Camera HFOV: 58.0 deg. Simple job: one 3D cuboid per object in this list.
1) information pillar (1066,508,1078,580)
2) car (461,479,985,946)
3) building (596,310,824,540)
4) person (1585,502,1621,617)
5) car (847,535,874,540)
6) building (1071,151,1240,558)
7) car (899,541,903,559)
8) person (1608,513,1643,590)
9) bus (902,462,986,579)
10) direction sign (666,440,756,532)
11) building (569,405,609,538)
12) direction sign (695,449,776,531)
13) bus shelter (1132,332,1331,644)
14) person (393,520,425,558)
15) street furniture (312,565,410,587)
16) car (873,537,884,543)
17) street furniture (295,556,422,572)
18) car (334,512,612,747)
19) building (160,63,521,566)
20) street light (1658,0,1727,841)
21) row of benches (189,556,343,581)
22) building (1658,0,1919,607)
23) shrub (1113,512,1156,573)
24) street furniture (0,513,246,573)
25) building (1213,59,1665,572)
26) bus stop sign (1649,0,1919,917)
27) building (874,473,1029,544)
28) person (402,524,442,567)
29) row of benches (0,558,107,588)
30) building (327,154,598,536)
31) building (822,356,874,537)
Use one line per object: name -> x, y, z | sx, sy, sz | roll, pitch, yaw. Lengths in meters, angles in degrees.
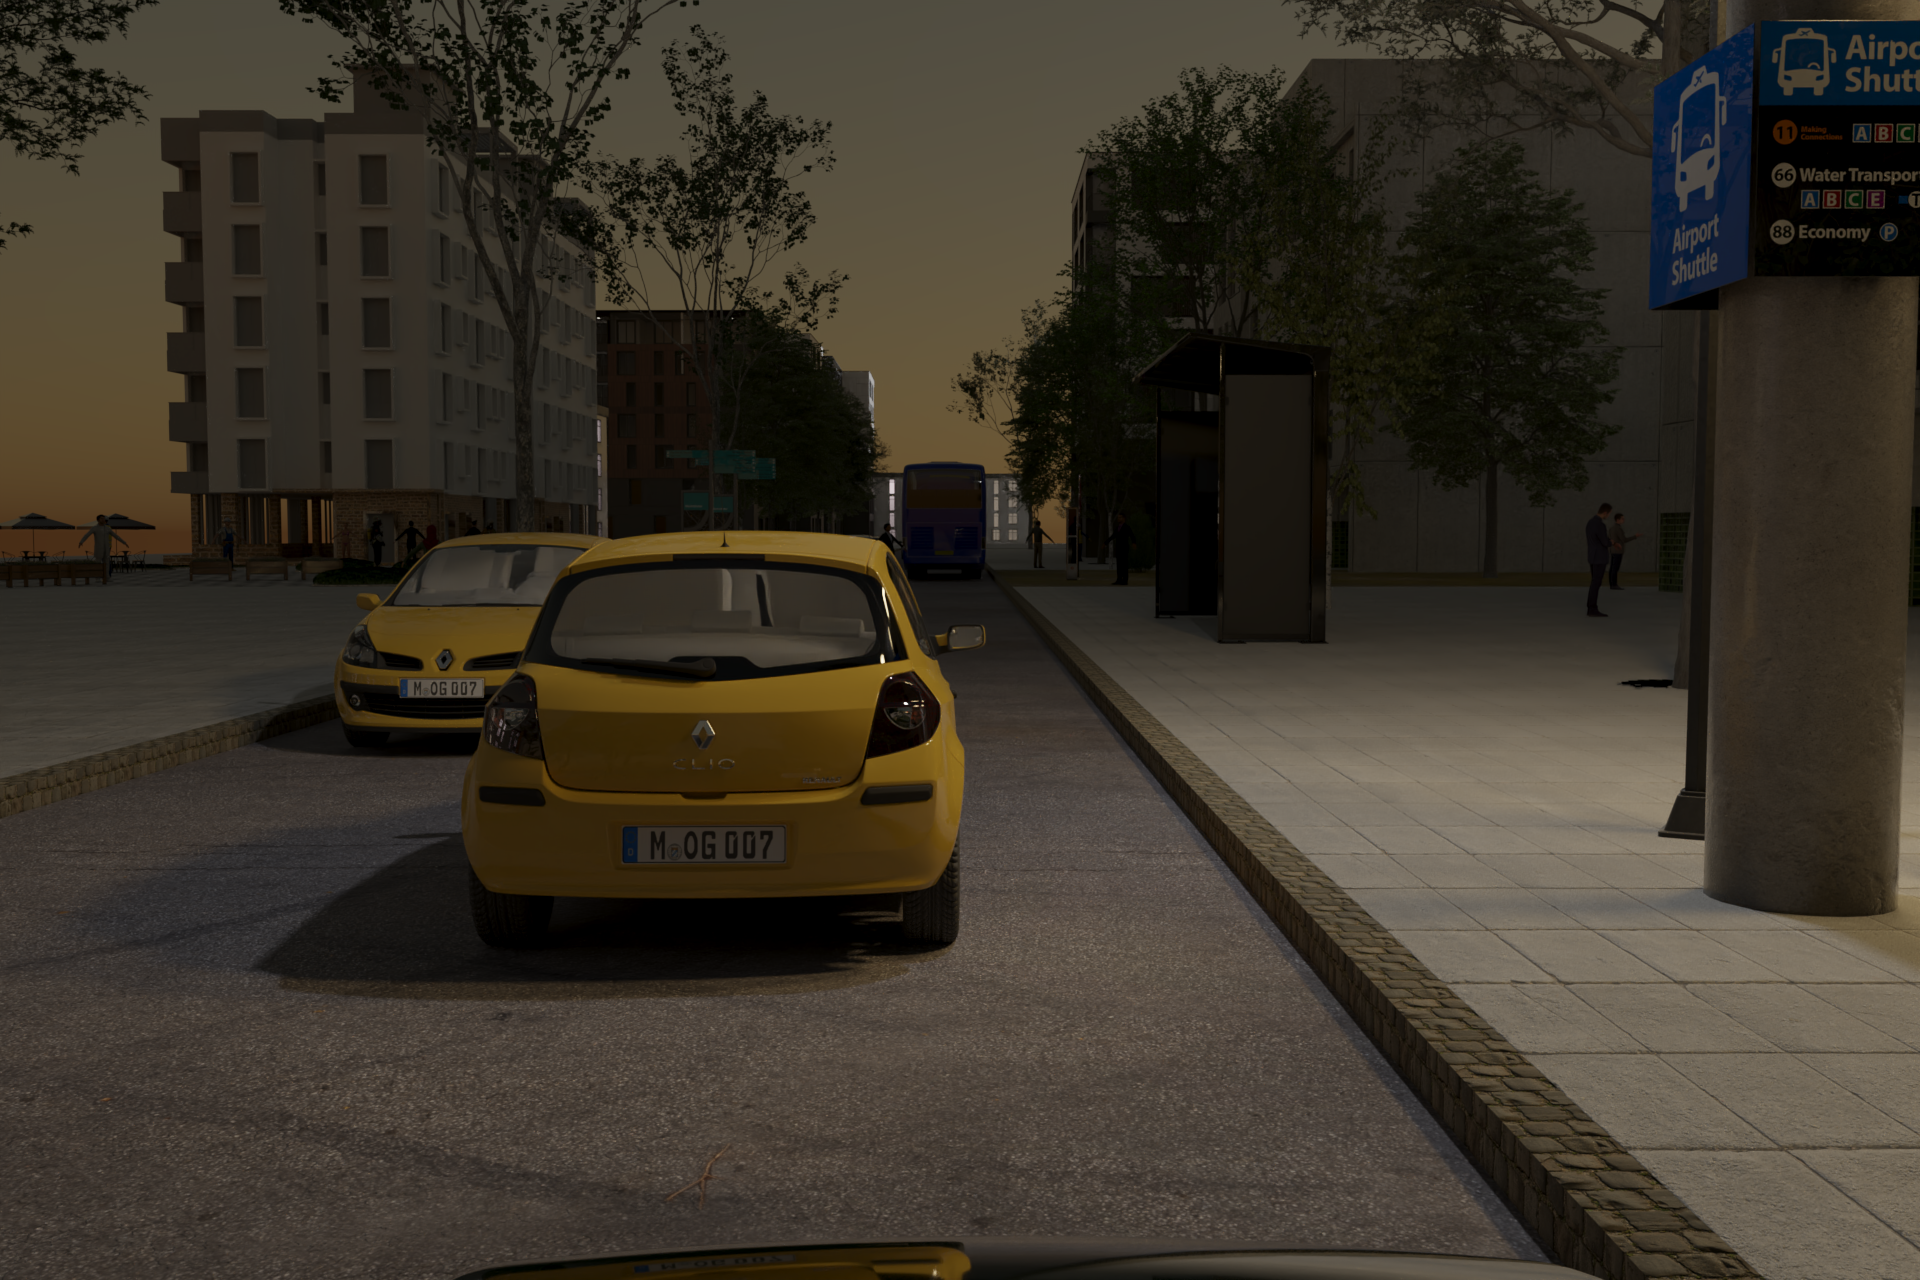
information pillar -> 3.110, -2.670, 48.147 | 0.304, 2.012, 0.304 | 0, 4, -2
car -> -0.874, 0.168, 7.470 | 2.015, 1.641, 3.980 | 0, 4, -2
building -> -29.140, -20.204, 174.303 | 27.936, 21.610, 32.646 | 0, 4, 1
person -> 10.010, -1.250, 26.935 | 0.568, 1.767, 0.683 | 0, 4, -4
car -> -3.260, -2.458, 52.195 | 2.014, 1.417, 4.499 | 0, 4, -1
building -> 20.794, -16.216, 109.114 | 27.936, 21.610, 32.646 | 0, 4, 0
car -> -2.474, -5.471, 99.241 | 2.009, 1.686, 4.222 | 0, 3, 0
person -> 15.313, -2.038, 39.899 | 0.750, 1.759, 0.617 | 1, 4, 16
bus -> -0.510, -4.051, 57.784 | 2.896, 3.916, 12.251 | 0, 4, 0
direction sign -> -7.058, -3.729, 49.724 | 2.525, 3.948, 1.411 | 0, 4, 0
building -> -27.954, -10.614, 115.685 | 9.099, 9.664, 28.070 | 0, 4, 1
direction sign -> -7.032, -4.050, 54.980 | 2.525, 3.948, 1.411 | 0, 4, 2
bus shelter -> 3.505, -1.958, 23.295 | 1.731, 3.624, 6.357 | 0, 4, -1
person -> -21.306, -3.734, 67.237 | 1.347, 1.806, 0.705 | -3, 4, -36
street furniture -> -10.930, -1.750, 44.241 | 10.072, 0.657, 5.734 | 1, 4, 12
car -> -3.641, -3.496, 69.741 | 1.945, 1.354, 3.894 | 0, 3, 0
street furniture -> -17.427, -2.703, 59.819 | 10.072, 0.657, 5.734 | 1, 4, 18
car -> -3.280, -0.163, 12.881 | 2.015, 1.641, 3.980 | 0, 4, 0
building -> -26.150, -13.132, 71.127 | 16.016, 20.090, 11.380 | 0, 3, 0
street light -> 3.684, -2.119, 7.192 | 1.470, 5.913, 1.316 | 0, 4, 0
row of benches -> -19.294, -1.989, 47.977 | 4.104, 0.672, 1.422 | -2, 4, -24
building -> 24.115, -9.554, 22.674 | 16.747, 18.905, 31.486 | 0, 4, 0
shrub -> 5.909, -3.260, 57.345 | 1.661, 2.075, 1.752 | 0, 3, 0
street furniture -> -34.500, -3.004, 54.140 | 14.083, 1.986, 27.439 | 1, 4, 13
building -> 21.416, -12.648, 73.258 | 16.747, 18.905, 31.486 | 0, 4, 0
bus stop sign -> 2.956, -1.038, 5.989 | 0.837, 3.901, 0.837 | 0, 4, 0
building -> -4.011, -17.870, 236.781 | 28.070, 9.664, 9.099 | 0, 4, 2
person -> -8.214, -1.089, 27.014 | 0.989, 1.438, 0.599 | 0, 4, -3
row of benches -> -22.603, -1.647, 42.385 | 1.422, 0.672, 4.104 | 1, 4, 19
building -> -26.001, -14.148, 87.733 | 16.016, 20.090, 11.380 | 0, 3, 0
building -> -25.237, -22.669, 214.619 | 27.936, 21.610, 32.646 | 0, 4, 0
